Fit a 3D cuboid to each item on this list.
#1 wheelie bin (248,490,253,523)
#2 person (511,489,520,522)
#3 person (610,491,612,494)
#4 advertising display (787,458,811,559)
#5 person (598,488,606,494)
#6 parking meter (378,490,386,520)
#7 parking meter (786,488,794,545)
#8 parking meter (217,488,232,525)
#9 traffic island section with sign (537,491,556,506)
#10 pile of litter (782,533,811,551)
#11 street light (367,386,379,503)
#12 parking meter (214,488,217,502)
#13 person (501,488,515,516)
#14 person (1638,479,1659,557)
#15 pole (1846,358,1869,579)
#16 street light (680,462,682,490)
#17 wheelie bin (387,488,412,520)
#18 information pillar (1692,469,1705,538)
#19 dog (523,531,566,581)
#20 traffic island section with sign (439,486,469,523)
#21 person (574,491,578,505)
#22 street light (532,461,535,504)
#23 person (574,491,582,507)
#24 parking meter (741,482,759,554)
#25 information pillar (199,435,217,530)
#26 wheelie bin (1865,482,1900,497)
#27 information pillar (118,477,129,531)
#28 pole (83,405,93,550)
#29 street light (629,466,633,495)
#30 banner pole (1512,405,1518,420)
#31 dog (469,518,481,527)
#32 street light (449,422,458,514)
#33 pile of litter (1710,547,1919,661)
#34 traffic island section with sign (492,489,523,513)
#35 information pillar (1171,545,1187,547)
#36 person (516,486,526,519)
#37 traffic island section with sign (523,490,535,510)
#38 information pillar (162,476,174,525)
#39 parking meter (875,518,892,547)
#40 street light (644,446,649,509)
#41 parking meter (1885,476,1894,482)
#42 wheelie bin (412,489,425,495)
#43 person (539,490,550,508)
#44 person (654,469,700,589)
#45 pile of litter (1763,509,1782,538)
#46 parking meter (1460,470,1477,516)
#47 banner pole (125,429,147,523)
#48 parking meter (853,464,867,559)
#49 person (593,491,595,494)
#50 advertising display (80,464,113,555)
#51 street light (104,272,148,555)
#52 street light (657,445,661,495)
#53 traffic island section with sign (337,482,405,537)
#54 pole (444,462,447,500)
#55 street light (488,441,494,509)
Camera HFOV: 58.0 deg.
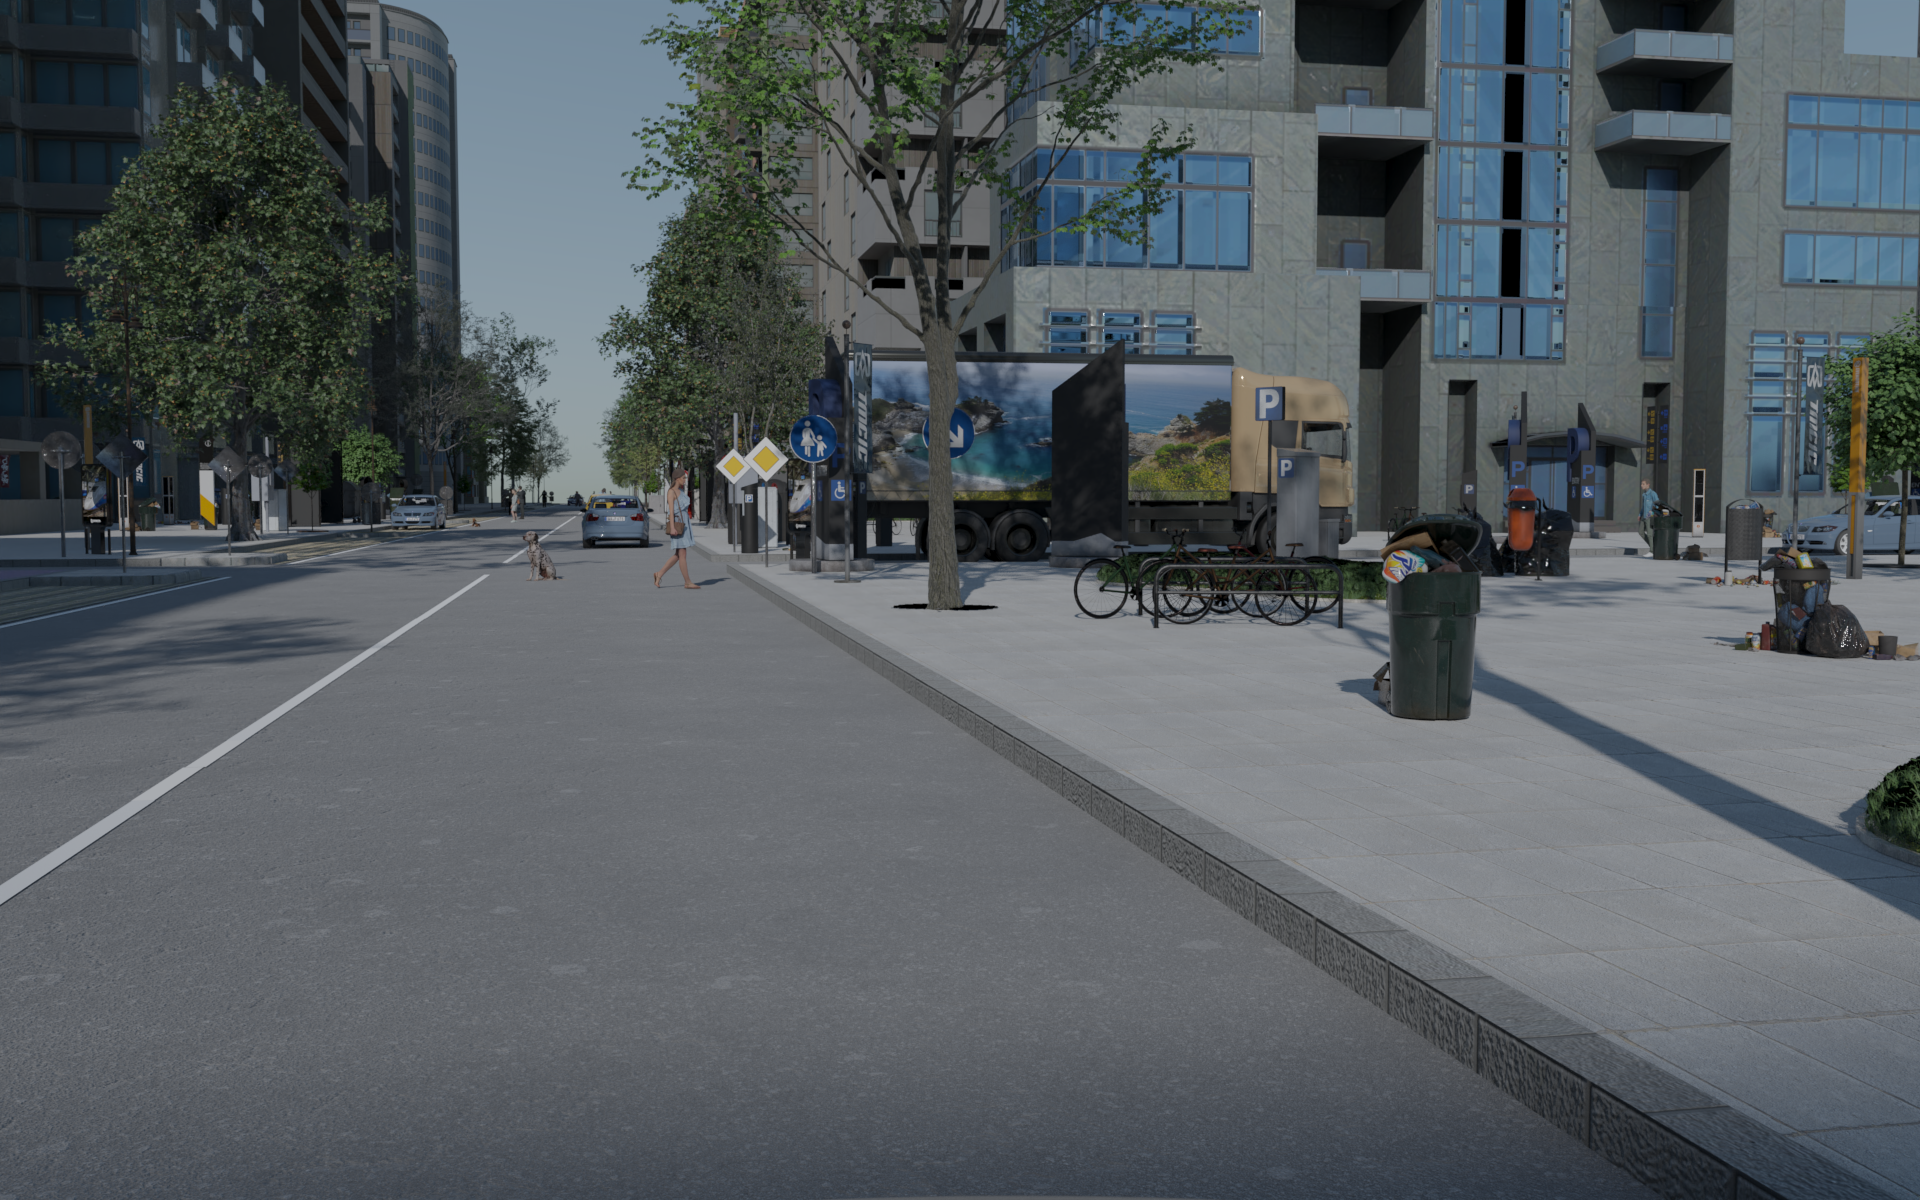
[{"bbox_3d":[-30.479,-4.019,73.611,0.980,1.594,0.693,3,4,37],"label":"wheelie bin"},{"bbox_3d":[-22.678,-4.812,88.185,0.522,1.701,0.512,-2,4,-27],"label":"person"},{"bbox_3d":[-32.666,-9.300,161.354,0.742,1.727,0.445,-3,5,-42],"label":"person"},{"bbox_3d":[-2.809,-1.573,30.938,0.123,1.923,0.974,-2,4,-34],"label":"advertising display"},{"bbox_3d":[-21.121,-5.712,102.150,0.793,1.790,0.793,2,4,27],"label":"person"},{"bbox_3d":[-29.026,-4.805,86.966,0.372,1.533,0.369,0,3,0],"label":"parking meter"},{"bbox_3d":[-4.206,-2.155,43.639,0.372,1.533,0.369,0,3,0],"label":"parking meter"},{"bbox_3d":[-30.542,-3.896,72.117,0.372,1.533,0.369,0,3,0],"label":"parking meter"},{"bbox_3d":[-51.467,-12.616,214.906,1.989,1.847,2.006,-1,4,-11],"label":"traffic island section with sign"},{"bbox_3d":[-3.417,-1.548,39.276,1.176,0.858,1.719,-1,4,-15],"label":"pile of litter"},{"bbox_3d":[-24.741,-6.128,72.983,0.468,5.910,1.993,-1,4,-11],"label":"street light"},{"bbox_3d":[-31.931,-4.037,74.415,0.372,1.533,0.369,0,3,0],"label":"parking meter"},{"bbox_3d":[-29.556,-6.460,114.127,1.348,1.823,0.705,-2,4,-24],"label":"person"},{"bbox_3d":[15.745,-1.877,39.525,0.444,1.785,0.601,0,4,2],"label":"person"},{"bbox_3d":[13.482,-1.968,26.016,0.158,3.312,0.155,0,3,0],"label":"pole"},{"bbox_3d":[-12.072,-6.237,74.767,0.468,5.910,1.993,-1,4,-11],"label":"street light"},{"bbox_3d":[-27.884,-4.765,85.810,0.980,1.594,0.693,0,4,-3],"label":"wheelie bin"},{"bbox_3d":[21.758,-2.847,51.034,0.304,2.012,0.304,1,4,18],"label":"information pillar"},{"bbox_3d":[-6.834,-0.728,28.742,0.800,0.831,0.513,-1,4,-13],"label":"dog"},{"bbox_3d":[-25.153,-4.668,84.944,1.989,1.847,2.006,-1,4,-11],"label":"traffic island section with sign"},{"bbox_3d":[-48.283,-12.811,217.941,1.348,1.826,0.705,1,4,19],"label":"person"},{"bbox_3d":[-56.336,-15.661,228.841,0.468,5.910,1.993,-1,4,-11],"label":"street light"},{"bbox_3d":[-43.481,-11.506,197.182,0.990,1.755,0.434,-2,4,-26],"label":"person"},{"bbox_3d":[-4.543,-1.773,37.403,0.372,1.533,0.369,0,3,0],"label":"parking meter"},{"bbox_3d":[-26.577,-4.270,61.164,0.504,3.616,0.183,0,4,-1],"label":"information pillar"},{"bbox_3d":[24.076,-2.282,45.220,0.980,1.594,0.693,1,4,16],"label":"wheelie bin"},{"bbox_3d":[-29.041,-3.402,60.120,0.304,2.012,0.304,-2,4,-27],"label":"information pillar"},{"bbox_3d":[-20.006,-2.810,39.795,0.158,3.312,0.155,0,3,0],"label":"pole"},{"bbox_3d":[-51.147,-18.053,267.952,0.468,5.910,1.993,-1,4,-11],"label":"street light"},{"bbox_3d":[15.541,-3.588,48.673,0.401,3.779,0.863,2,4,26],"label":"banner pole"},{"bbox_3d":[-21.210,-3.390,75.623,0.550,0.427,0.748,0,4,-5],"label":"dog"},{"bbox_3d":[-32.556,-8.481,111.451,0.468,5.910,1.993,-1,4,-11],"label":"street light"},{"bbox_3d":[6.979,-0.008,14.092,1.176,0.858,1.719,-1,4,-10],"label":"pile of litter"},{"bbox_3d":[-34.951,-7.629,133.366,1.989,1.847,2.006,-1,4,-11],"label":"traffic island section with sign"},{"bbox_3d":[5.268,-3.104,42.109,0.504,3.616,0.183,2,4,30],"label":"information pillar"},{"bbox_3d":[-24.960,-5.534,98.337,0.474,1.900,0.648,0,4,0],"label":"person"},{"bbox_3d":[-40.305,-9.247,159.809,1.989,1.847,2.006,-1,4,-11],"label":"traffic island section with sign"},{"bbox_3d":[-32.655,-4.095,71.440,0.304,2.012,0.304,1,4,11],"label":"information pillar"},{"bbox_3d":[-1.875,-2.244,42.408,0.399,1.863,0.255,-2,4,-33],"label":"parking meter"},{"bbox_3d":[-27.142,-10.836,149.957,0.468,5.910,1.993,-1,4,-11],"label":"street light"},{"bbox_3d":[29.071,-2.973,54.325,0.399,1.863,0.255,-3,5,-39],"label":"parking meter"},{"bbox_3d":[-33.763,-6.118,107.937,0.980,1.594,0.693,0,4,5],"label":"wheelie bin"},{"bbox_3d":[-44.106,-10.747,183.844,1.348,1.869,0.705,1,4,20],"label":"person"},{"bbox_3d":[-4.296,-1.073,26.130,0.778,1.811,0.616,1,4,15],"label":"person"},{"bbox_3d":[23.777,-2.291,51.428,1.176,0.858,1.719,-1,4,-9],"label":"pile of litter"},{"bbox_3d":[12.219,-2.198,41.652,0.399,1.863,0.255,1,4,16],"label":"parking meter"},{"bbox_3d":[-31.924,-4.710,67.023,0.863,3.779,0.401,-2,4,-27],"label":"banner pole"},{"bbox_3d":[-1.870,-1.558,31.191,0.255,1.863,0.399,2,4,27],"label":"parking meter"},{"bbox_3d":[-46.674,-12.995,221.047,0.705,1.814,1.350,2,4,32],"label":"person"},{"bbox_3d":[-18.350,-1.934,36.828,0.974,1.923,0.123,2,4,33],"label":"advertising display"},{"bbox_3d":[-17.368,-3.879,36.205,0.468,5.910,1.993,-1,4,-11],"label":"street light"},{"bbox_3d":[-19.772,-8.602,113.433,0.468,5.910,1.993,-1,4,-11],"label":"street light"},{"bbox_3d":[-19.660,-3.011,57.865,1.989,1.847,2.006,-1,4,-11],"label":"traffic island section with sign"},{"bbox_3d":[-32.262,-7.016,108.562,0.158,3.312,0.155,0,3,0],"label":"pole"},{"bbox_3d":[-40.022,-10.714,147.956,0.468,5.910,1.993,-1,4,-11],"label":"street light"}]
